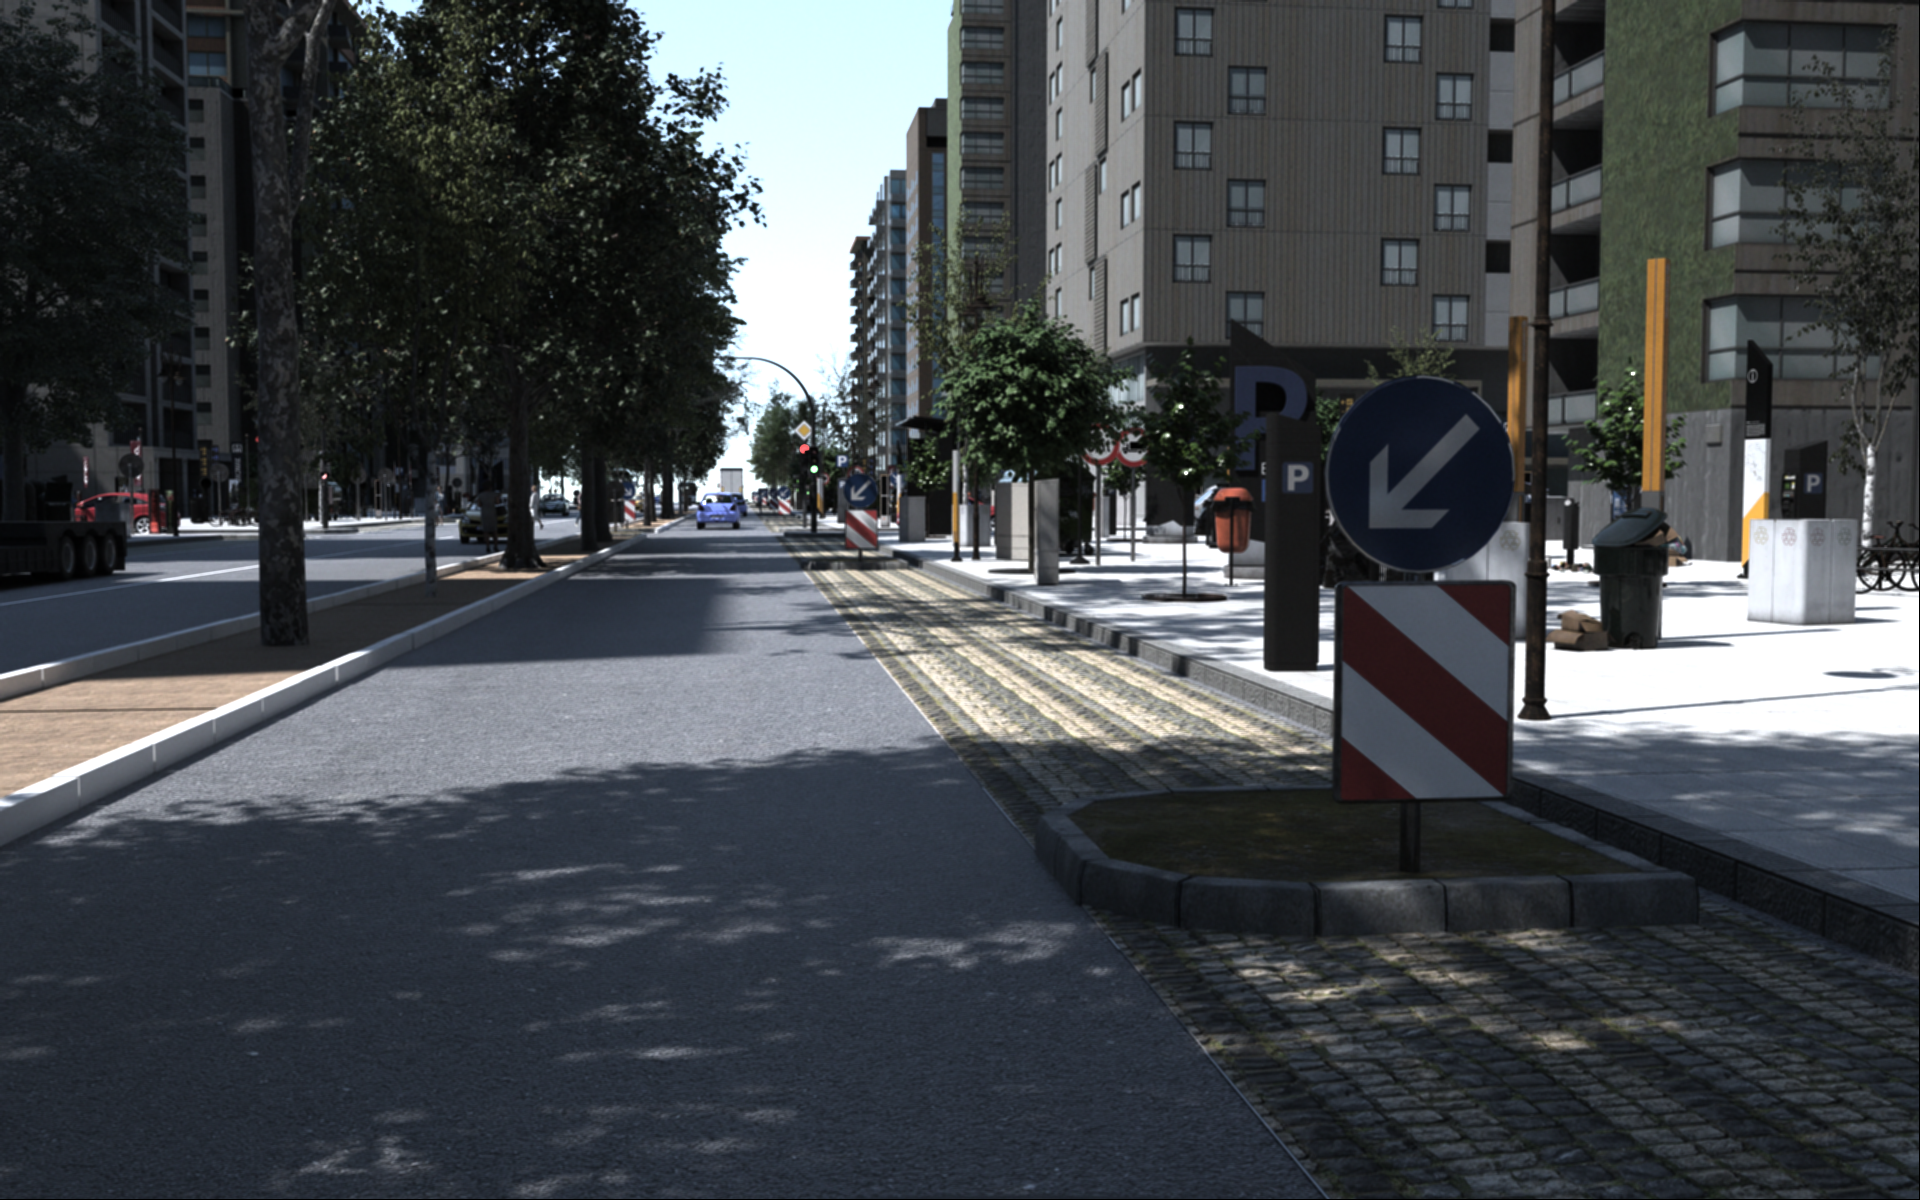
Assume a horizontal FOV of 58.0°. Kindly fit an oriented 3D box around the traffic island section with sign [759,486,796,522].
[{"bbox_3d":[-9.072,-4.867,88.204,1.989,1.847,2.006,0,4,-7],"label":"traffic island section with sign"}]

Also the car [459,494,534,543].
[{"bbox_3d":[-13.806,-2.534,51.662,2.015,1.641,3.980,0,4,-5],"label":"car"}]

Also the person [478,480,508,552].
[{"bbox_3d":[-11.498,-2.067,42.656,0.716,1.782,0.532,0,4,-8],"label":"person"}]

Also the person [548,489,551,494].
[{"bbox_3d":[-30.752,-7.372,129.306,0.573,1.790,0.520,-2,4,-31],"label":"person"}]

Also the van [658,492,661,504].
[{"bbox_3d":[-42.698,-14.899,250.617,2.013,2.044,4.112,0,4,-8],"label":"van"}]

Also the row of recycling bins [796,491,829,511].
[{"bbox_3d":[-11.547,-7.846,135.389,3.534,1.692,1.069,3,5,43],"label":"row of recycling bins"}]

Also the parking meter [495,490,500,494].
[{"bbox_3d":[-32.614,-6.956,122.136,0.372,1.533,0.369,0,3,0],"label":"parking meter"}]

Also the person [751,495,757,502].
[{"bbox_3d":[-34.172,-17.082,287.744,1.348,1.831,0.705,2,4,31],"label":"person"}]

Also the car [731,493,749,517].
[{"bbox_3d":[-14.551,-6.221,111.309,1.945,1.707,3.694,0,4,-6],"label":"car"}]

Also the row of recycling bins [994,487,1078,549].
[{"bbox_3d":[1.817,-2.149,42.244,1.069,1.692,3.534,-2,4,-24],"label":"row of recycling bins"}]

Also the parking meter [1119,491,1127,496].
[{"bbox_3d":[6.887,-3.948,72.959,0.372,1.533,0.369,0,3,0],"label":"parking meter"}]

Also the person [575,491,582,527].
[{"bbox_3d":[-16.499,-4.067,75.592,0.643,1.750,0.593,3,5,42],"label":"person"}]

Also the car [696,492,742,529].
[{"bbox_3d":[-10.019,-3.812,71.913,1.945,1.707,3.694,0,4,-6],"label":"car"}]

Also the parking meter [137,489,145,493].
[{"bbox_3d":[-38.364,-4.447,81.118,0.372,1.533,0.369,0,3,0],"label":"parking meter"}]

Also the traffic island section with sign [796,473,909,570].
[{"bbox_3d":[-2.072,-1.514,33.389,1.989,1.847,2.006,0,4,-7],"label":"traffic island section with sign"}]

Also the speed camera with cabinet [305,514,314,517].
[{"bbox_3d":[-37.004,-6.369,98.469,0.660,3.252,2.038,-1,4,-14],"label":"speed camera with cabinet"}]

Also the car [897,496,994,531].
[{"bbox_3d":[-0.058,-3.302,63.020,4.494,1.783,2.155,0,4,-8],"label":"car"}]

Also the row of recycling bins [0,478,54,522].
[{"bbox_3d":[-25.288,-2.430,46.840,1.069,1.692,3.534,0,4,-4],"label":"row of recycling bins"}]

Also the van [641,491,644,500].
[{"bbox_3d":[-41.867,-13.736,231.592,2.013,2.044,4.112,-1,4,-8],"label":"van"}]

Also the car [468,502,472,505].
[{"bbox_3d":[-23.062,-4.471,85.095,2.014,1.417,4.499,0,4,-6],"label":"car"}]

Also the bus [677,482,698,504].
[{"bbox_3d":[-40.063,-15.877,254.455,2.948,3.499,13.247,-1,4,-9],"label":"bus"}]

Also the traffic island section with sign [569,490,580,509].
[{"bbox_3d":[-36.007,-9.436,162.904,1.989,1.847,2.006,0,4,-7],"label":"traffic island section with sign"}]

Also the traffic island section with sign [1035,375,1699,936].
[{"bbox_3d":[1.340,0.127,6.548,1.989,1.847,2.006,0,4,-7],"label":"traffic island section with sign"}]

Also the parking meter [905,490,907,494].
[{"bbox_3d":[-2.855,-5.152,92.653,0.372,1.533,0.369,0,3,0],"label":"parking meter"}]

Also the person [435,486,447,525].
[{"bbox_3d":[-23.877,-4.344,79.551,0.581,1.822,0.654,-1,4,-17],"label":"person"}]

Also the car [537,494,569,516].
[{"bbox_3d":[-26.451,-6.167,112.622,2.131,1.459,4.920,-1,4,-9],"label":"car"}]

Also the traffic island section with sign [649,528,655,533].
[{"bbox_3d":[-12.393,-3.459,64.690,2.006,1.907,1.989,0,4,-7],"label":"traffic island section with sign"}]

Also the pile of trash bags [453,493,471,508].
[{"bbox_3d":[-38.814,-7.464,131.796,1.912,1.369,3.447,3,5,42],"label":"pile of trash bags"}]

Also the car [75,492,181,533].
[{"bbox_3d":[-29.530,-3.125,60.128,4.494,1.783,2.155,0,4,-7],"label":"car"}]

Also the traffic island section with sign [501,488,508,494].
[{"bbox_3d":[-29.659,-6.390,113.105,1.989,1.847,2.006,0,4,-7],"label":"traffic island section with sign"}]

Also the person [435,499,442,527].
[{"bbox_3d":[-23.046,-3.844,76.358,0.505,1.210,0.382,1,4,12],"label":"person"}]

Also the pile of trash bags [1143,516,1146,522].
[{"bbox_3d":[9.814,-4.250,79.237,1.912,1.369,3.447,-1,4,-21],"label":"pile of trash bags"}]

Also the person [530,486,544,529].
[{"bbox_3d":[-17.251,-3.759,70.315,0.624,1.780,0.694,2,4,25],"label":"person"}]

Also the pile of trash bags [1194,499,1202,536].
[{"bbox_3d":[8.589,-2.751,54.734,1.912,1.369,3.447,1,4,22],"label":"pile of trash bags"}]

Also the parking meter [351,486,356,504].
[{"bbox_3d":[-41.305,-6.877,118.142,0.399,1.863,0.255,3,5,40],"label":"parking meter"}]

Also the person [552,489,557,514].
[{"bbox_3d":[-29.609,-7.229,126.925,0.641,1.798,0.478,-1,4,-16],"label":"person"}]

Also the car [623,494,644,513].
[{"bbox_3d":[-25.472,-7.628,134.939,2.015,1.641,3.980,0,4,-6],"label":"car"}]

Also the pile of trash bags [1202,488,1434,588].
[{"bbox_3d":[5.224,-0.881,24.151,3.447,1.369,1.912,1,4,13],"label":"pile of trash bags"}]

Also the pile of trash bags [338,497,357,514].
[{"bbox_3d":[-40.758,-6.259,112.094,1.912,1.369,3.447,2,4,26],"label":"pile of trash bags"}]

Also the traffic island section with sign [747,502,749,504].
[{"bbox_3d":[-22.195,-11.160,191.101,1.989,1.847,2.006,0,4,-7],"label":"traffic island section with sign"}]

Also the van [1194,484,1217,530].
[{"bbox_3d":[9.543,-3.465,63.670,4.112,2.044,2.013,0,4,-6],"label":"van"}]

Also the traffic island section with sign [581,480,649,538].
[{"bbox_3d":[-11.465,-3.009,57.341,2.006,1.907,1.989,0,4,-7],"label":"traffic island section with sign"}]

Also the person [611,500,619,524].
[{"bbox_3d":[-16.205,-4.419,81.430,0.731,1.740,0.598,2,4,24],"label":"person"}]

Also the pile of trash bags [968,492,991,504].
[{"bbox_3d":[1.203,-5.081,92.821,1.912,1.369,3.447,-3,4,-38],"label":"pile of trash bags"}]

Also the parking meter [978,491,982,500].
[{"bbox_3d":[1.278,-6.616,116.589,0.372,1.533,0.369,0,3,0],"label":"parking meter"}]

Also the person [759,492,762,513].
[{"bbox_3d":[-14.580,-7.101,126.412,0.330,1.601,0.589,0,4,2],"label":"person"}]

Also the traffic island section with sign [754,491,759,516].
[{"bbox_3d":[-12.484,-6.509,115.048,1.989,1.847,2.006,0,4,-7],"label":"traffic island section with sign"}]

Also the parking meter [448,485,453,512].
[{"bbox_3d":[-33.843,-6.679,114.908,0.255,1.863,0.399,0,4,1],"label":"parking meter"}]

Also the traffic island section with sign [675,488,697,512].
[{"bbox_3d":[-21.912,-8.018,139.225,2.006,1.907,1.989,0,4,-7],"label":"traffic island section with sign"}]

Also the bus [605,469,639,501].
[{"bbox_3d":[-33.481,-10.993,171.277,2.896,3.916,12.252,0,4,-7],"label":"bus"}]

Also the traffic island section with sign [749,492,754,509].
[{"bbox_3d":[-18.695,-9.482,163.656,1.989,1.847,2.006,0,4,-7],"label":"traffic island section with sign"}]

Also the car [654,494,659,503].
[{"bbox_3d":[-45.642,-15.265,259.173,1.945,1.707,3.694,0,4,-8],"label":"car"}]

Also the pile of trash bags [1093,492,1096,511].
[{"bbox_3d":[5.699,-4.616,85.220,1.912,1.369,3.447,3,4,36],"label":"pile of trash bags"}]

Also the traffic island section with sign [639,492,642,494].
[{"bbox_3d":[-49.872,-16.080,271.527,1.989,1.847,2.006,0,4,-7],"label":"traffic island section with sign"}]

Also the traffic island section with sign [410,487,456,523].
[{"bbox_3d":[-26.246,-4.755,86.366,1.989,1.847,2.006,0,4,-7],"label":"traffic island section with sign"}]

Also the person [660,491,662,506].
[{"bbox_3d":[-36.095,-12.315,209.944,0.705,1.812,1.348,1,4,8],"label":"person"}]
